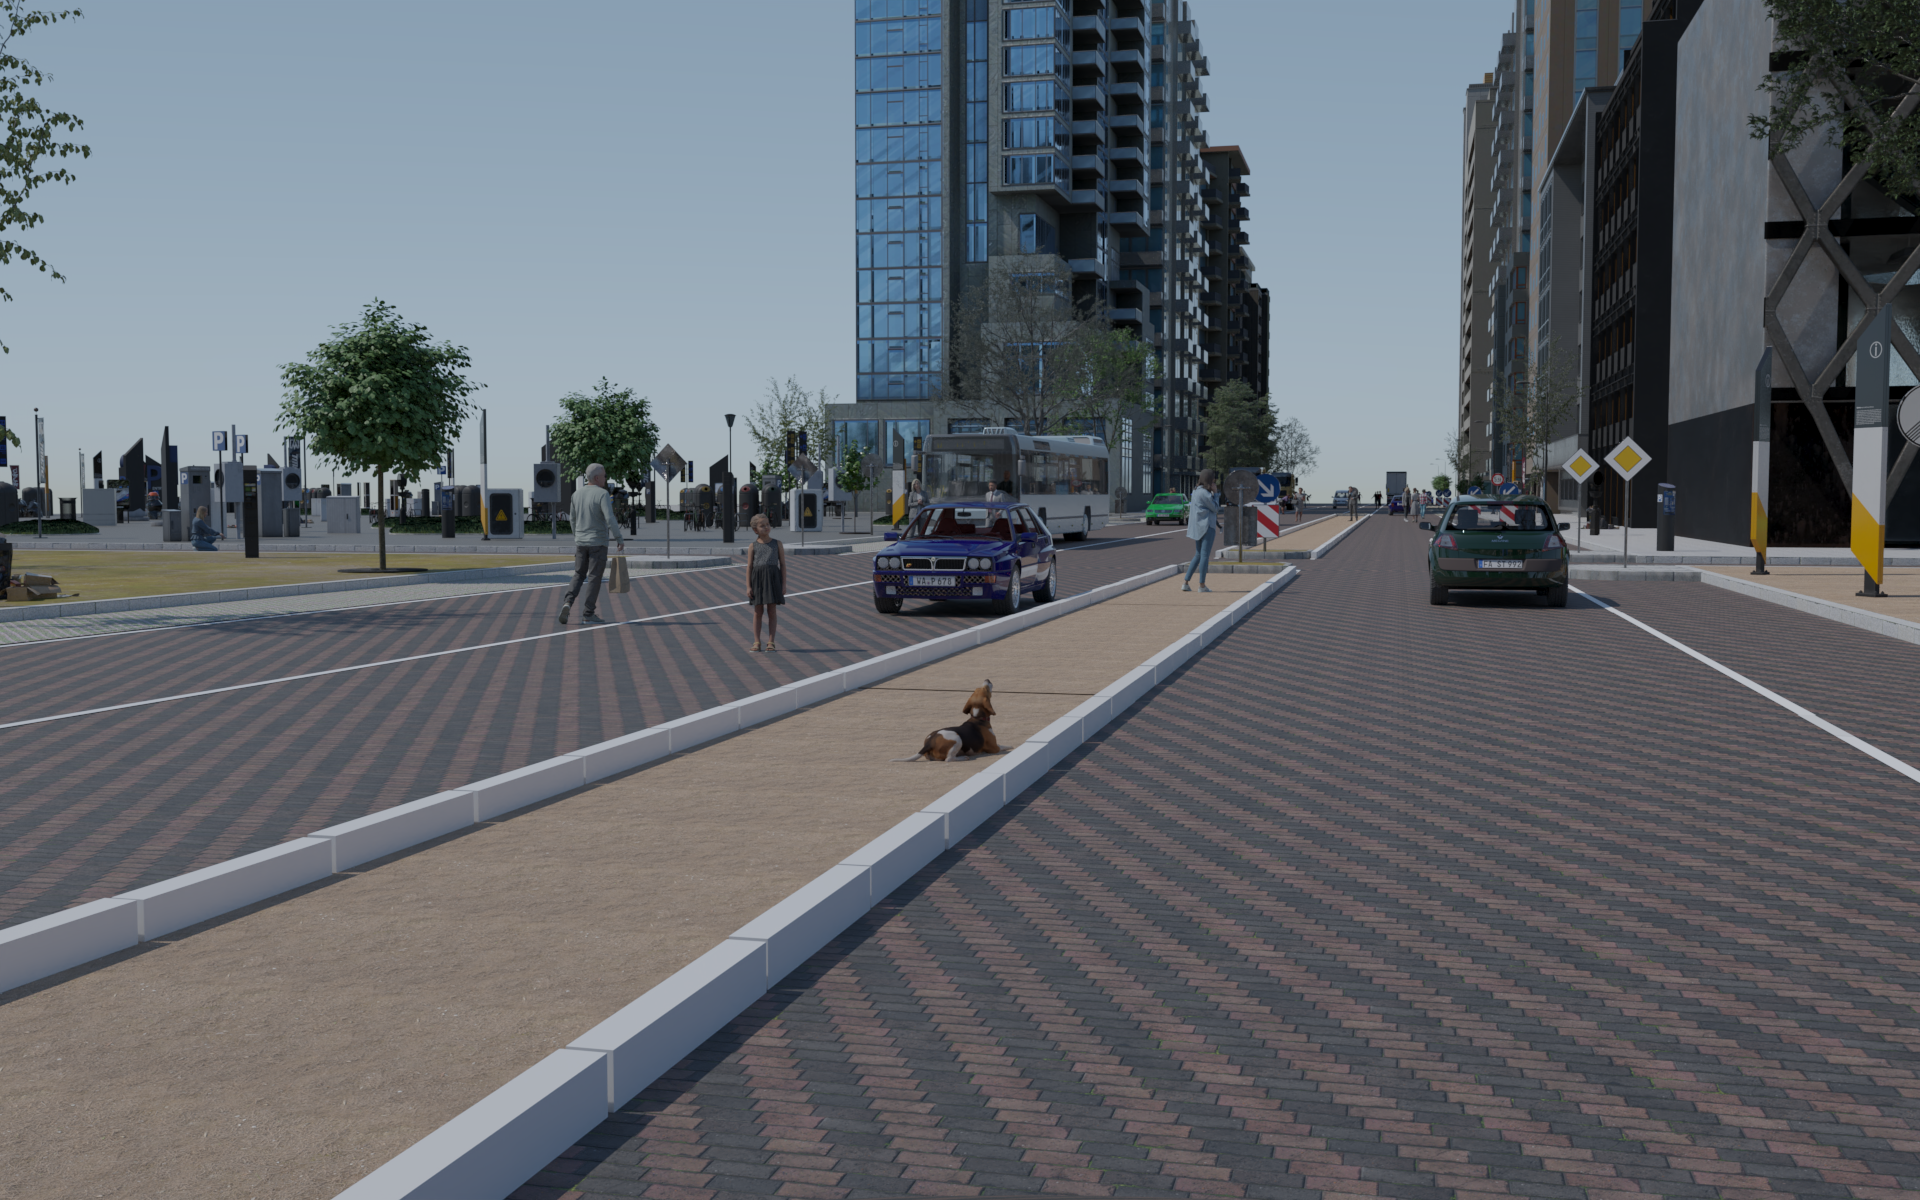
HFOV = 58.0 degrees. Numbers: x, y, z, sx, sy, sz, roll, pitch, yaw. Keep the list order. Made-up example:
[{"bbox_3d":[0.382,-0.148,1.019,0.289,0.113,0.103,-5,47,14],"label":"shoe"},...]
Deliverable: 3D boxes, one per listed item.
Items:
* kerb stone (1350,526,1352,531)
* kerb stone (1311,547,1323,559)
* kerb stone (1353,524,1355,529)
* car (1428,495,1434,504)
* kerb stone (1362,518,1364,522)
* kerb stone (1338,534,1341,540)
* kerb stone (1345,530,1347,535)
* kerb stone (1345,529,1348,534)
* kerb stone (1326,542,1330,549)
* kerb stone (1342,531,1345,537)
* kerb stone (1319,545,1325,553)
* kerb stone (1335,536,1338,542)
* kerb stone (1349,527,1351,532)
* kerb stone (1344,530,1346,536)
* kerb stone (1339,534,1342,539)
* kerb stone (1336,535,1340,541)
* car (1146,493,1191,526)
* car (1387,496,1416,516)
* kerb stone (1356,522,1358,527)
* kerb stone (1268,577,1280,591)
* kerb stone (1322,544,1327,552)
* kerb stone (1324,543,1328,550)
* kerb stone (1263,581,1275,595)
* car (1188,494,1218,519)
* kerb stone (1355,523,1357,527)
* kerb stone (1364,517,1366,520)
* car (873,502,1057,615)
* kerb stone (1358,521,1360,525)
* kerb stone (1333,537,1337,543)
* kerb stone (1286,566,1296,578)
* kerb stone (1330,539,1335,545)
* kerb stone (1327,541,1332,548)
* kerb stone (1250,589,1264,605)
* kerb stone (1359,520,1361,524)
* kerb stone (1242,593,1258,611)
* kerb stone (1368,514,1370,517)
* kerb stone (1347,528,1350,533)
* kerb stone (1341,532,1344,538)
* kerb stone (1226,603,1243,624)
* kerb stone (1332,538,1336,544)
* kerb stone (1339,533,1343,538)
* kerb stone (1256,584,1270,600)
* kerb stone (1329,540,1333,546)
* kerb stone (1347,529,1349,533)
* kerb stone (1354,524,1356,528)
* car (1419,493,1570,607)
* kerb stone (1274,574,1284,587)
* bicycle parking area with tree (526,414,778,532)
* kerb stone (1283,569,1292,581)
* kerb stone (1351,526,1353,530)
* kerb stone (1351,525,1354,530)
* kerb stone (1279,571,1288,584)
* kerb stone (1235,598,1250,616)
[{"bbox_3d":[14.245,-2.536,63.662,0.120,0.150,1.000,1,4,14],"label":"kerb stone"},{"bbox_3d":[8.207,-1.077,39.808,0.120,0.150,1.000,1,4,14],"label":"kerb stone"},{"bbox_3d":[15.253,-2.779,67.631,0.120,0.150,1.000,1,4,14],"label":"kerb stone"},{"bbox_3d":[62.698,-13.635,232.518,1.945,1.707,3.694,1,4,13],"label":"car"},{"bbox_3d":[19.282,-3.753,83.553,0.120,0.150,1.000,1,4,14],"label":"kerb stone"},{"bbox_3d":[11.220,-1.807,51.736,0.120,0.150,1.000,1,4,14],"label":"kerb stone"},{"bbox_3d":[12.737,-2.171,57.692,0.120,0.150,1.000,1,4,14],"label":"kerb stone"},{"bbox_3d":[12.989,-2.232,58.685,0.120,0.150,1.000,1,4,14],"label":"kerb stone"},{"bbox_3d":[9.203,-1.317,43.796,0.120,0.150,1.000,1,4,14],"label":"kerb stone"},{"bbox_3d":[12.227,-2.047,55.712,0.120,0.150,1.000,1,4,14],"label":"kerb stone"},{"bbox_3d":[8.455,-1.136,40.803,0.120,0.150,1.000,1,4,14],"label":"kerb stone"},{"bbox_3d":[10.717,-1.682,49.742,0.120,0.150,1.000,1,4,14],"label":"kerb stone"},{"bbox_3d":[13.986,-2.476,62.670,0.120,0.150,1.000,1,4,14],"label":"kerb stone"},{"bbox_3d":[12.487,-2.110,56.701,0.120,0.150,1.000,1,4,14],"label":"kerb stone"},{"bbox_3d":[11.475,-1.859,52.727,0.120,0.150,1.000,1,4,14],"label":"kerb stone"},{"bbox_3d":[10.971,-1.746,50.741,0.120,0.150,1.000,1,4,14],"label":"kerb stone"},{"bbox_3d":[9.714,-4.372,80.283,1.959,1.807,4.718,1,4,14],"label":"car"},{"bbox_3d":[29.656,-6.336,116.179,1.945,1.354,3.894,1,4,12],"label":"car"},{"bbox_3d":[16.514,-3.083,72.606,0.120,0.150,1.000,1,4,14],"label":"kerb stone"},{"bbox_3d":[4.557,-0.196,25.395,0.120,0.150,1.000,1,4,14],"label":"kerb stone"},{"bbox_3d":[8.711,-1.196,41.800,0.120,0.150,1.000,1,4,14],"label":"kerb stone"},{"bbox_3d":[8.958,-1.257,42.798,0.120,0.150,1.000,1,4,14],"label":"kerb stone"},{"bbox_3d":[4.301,-0.135,24.405,0.120,0.150,1.000,1,4,14],"label":"kerb stone"},{"bbox_3d":[13.861,-5.506,99.618,1.945,1.707,3.694,1,4,13],"label":"car"},{"bbox_3d":[16.011,-2.959,70.618,0.120,0.150,1.000,1,4,14],"label":"kerb stone"},{"bbox_3d":[20.540,-4.056,88.514,0.120,0.150,1.000,1,4,14],"label":"kerb stone"},{"bbox_3d":[0.116,-0.570,21.901,1.945,1.354,3.894,1,4,13],"label":"car"},{"bbox_3d":[17.265,-3.260,75.590,0.120,0.150,1.000,1,4,14],"label":"kerb stone"},{"bbox_3d":[10.475,-1.624,48.749,0.120,0.150,1.000,1,4,14],"label":"kerb stone"},{"bbox_3d":[5.560,-0.439,29.374,0.120,0.150,1.000,1,4,14],"label":"kerb stone"},{"bbox_3d":[9.972,-1.497,46.768,0.120,0.150,1.000,1,4,14],"label":"kerb stone"},{"bbox_3d":[9.465,-1.382,44.787,0.120,0.150,1.000,1,4,14],"label":"kerb stone"},{"bbox_3d":[3.800,-0.012,22.418,0.120,0.150,1.000,1,4,14],"label":"kerb stone"},{"bbox_3d":[17.778,-3.387,77.576,0.120,0.150,1.000,1,4,14],"label":"kerb stone"},{"bbox_3d":[3.551,0.047,21.426,0.120,0.150,1.000,1,4,14],"label":"kerb stone"},{"bbox_3d":[23.306,-4.724,99.438,0.120,0.150,1.000,1,4,14],"label":"kerb stone"},{"bbox_3d":[13.494,-2.354,60.676,0.120,0.150,1.000,1,4,14],"label":"kerb stone"},{"bbox_3d":[11.982,-1.989,54.718,0.120,0.150,1.000,1,4,14],"label":"kerb stone"},{"bbox_3d":[3.046,0.169,19.434,0.120,0.150,1.000,1,4,14],"label":"kerb stone"},{"bbox_3d":[10.218,-1.562,47.759,0.120,0.150,1.000,1,4,14],"label":"kerb stone"},{"bbox_3d":[11.721,-1.928,53.718,0.120,0.150,1.000,1,4,14],"label":"kerb stone"},{"bbox_3d":[4.053,-0.074,23.408,0.120,0.150,1.000,1,4,14],"label":"kerb stone"},{"bbox_3d":[9.719,-1.442,45.777,0.120,0.150,1.000,1,4,14],"label":"kerb stone"},{"bbox_3d":[13.240,-2.290,59.686,0.120,0.150,1.000,1,4,14],"label":"kerb stone"},{"bbox_3d":[15.500,-2.834,68.634,0.120,0.150,1.000,1,4,14],"label":"kerb stone"},{"bbox_3d":[7.269,-0.841,23.534,2.009,1.686,4.222,1,4,15],"label":"car"},{"bbox_3d":[4.807,-0.256,26.393,0.120,0.150,1.000,1,4,14],"label":"kerb stone"},{"bbox_3d":[-10.842,-4.595,62.126,8.231,4.147,9.016,1,4,19],"label":"bicycle parking area with tree"},{"bbox_3d":[5.313,-0.373,28.382,0.120,0.150,1.000,1,4,14],"label":"kerb stone"},{"bbox_3d":[14.500,-2.597,64.654,0.120,0.150,1.000,1,4,14],"label":"kerb stone"},{"bbox_3d":[14.747,-2.658,65.647,0.120,0.150,1.000,1,4,14],"label":"kerb stone"},{"bbox_3d":[5.059,-0.317,27.385,0.120,0.150,1.000,1,4,14],"label":"kerb stone"},{"bbox_3d":[3.294,0.109,20.437,0.120,0.150,1.000,1,4,14],"label":"kerb stone"}]
